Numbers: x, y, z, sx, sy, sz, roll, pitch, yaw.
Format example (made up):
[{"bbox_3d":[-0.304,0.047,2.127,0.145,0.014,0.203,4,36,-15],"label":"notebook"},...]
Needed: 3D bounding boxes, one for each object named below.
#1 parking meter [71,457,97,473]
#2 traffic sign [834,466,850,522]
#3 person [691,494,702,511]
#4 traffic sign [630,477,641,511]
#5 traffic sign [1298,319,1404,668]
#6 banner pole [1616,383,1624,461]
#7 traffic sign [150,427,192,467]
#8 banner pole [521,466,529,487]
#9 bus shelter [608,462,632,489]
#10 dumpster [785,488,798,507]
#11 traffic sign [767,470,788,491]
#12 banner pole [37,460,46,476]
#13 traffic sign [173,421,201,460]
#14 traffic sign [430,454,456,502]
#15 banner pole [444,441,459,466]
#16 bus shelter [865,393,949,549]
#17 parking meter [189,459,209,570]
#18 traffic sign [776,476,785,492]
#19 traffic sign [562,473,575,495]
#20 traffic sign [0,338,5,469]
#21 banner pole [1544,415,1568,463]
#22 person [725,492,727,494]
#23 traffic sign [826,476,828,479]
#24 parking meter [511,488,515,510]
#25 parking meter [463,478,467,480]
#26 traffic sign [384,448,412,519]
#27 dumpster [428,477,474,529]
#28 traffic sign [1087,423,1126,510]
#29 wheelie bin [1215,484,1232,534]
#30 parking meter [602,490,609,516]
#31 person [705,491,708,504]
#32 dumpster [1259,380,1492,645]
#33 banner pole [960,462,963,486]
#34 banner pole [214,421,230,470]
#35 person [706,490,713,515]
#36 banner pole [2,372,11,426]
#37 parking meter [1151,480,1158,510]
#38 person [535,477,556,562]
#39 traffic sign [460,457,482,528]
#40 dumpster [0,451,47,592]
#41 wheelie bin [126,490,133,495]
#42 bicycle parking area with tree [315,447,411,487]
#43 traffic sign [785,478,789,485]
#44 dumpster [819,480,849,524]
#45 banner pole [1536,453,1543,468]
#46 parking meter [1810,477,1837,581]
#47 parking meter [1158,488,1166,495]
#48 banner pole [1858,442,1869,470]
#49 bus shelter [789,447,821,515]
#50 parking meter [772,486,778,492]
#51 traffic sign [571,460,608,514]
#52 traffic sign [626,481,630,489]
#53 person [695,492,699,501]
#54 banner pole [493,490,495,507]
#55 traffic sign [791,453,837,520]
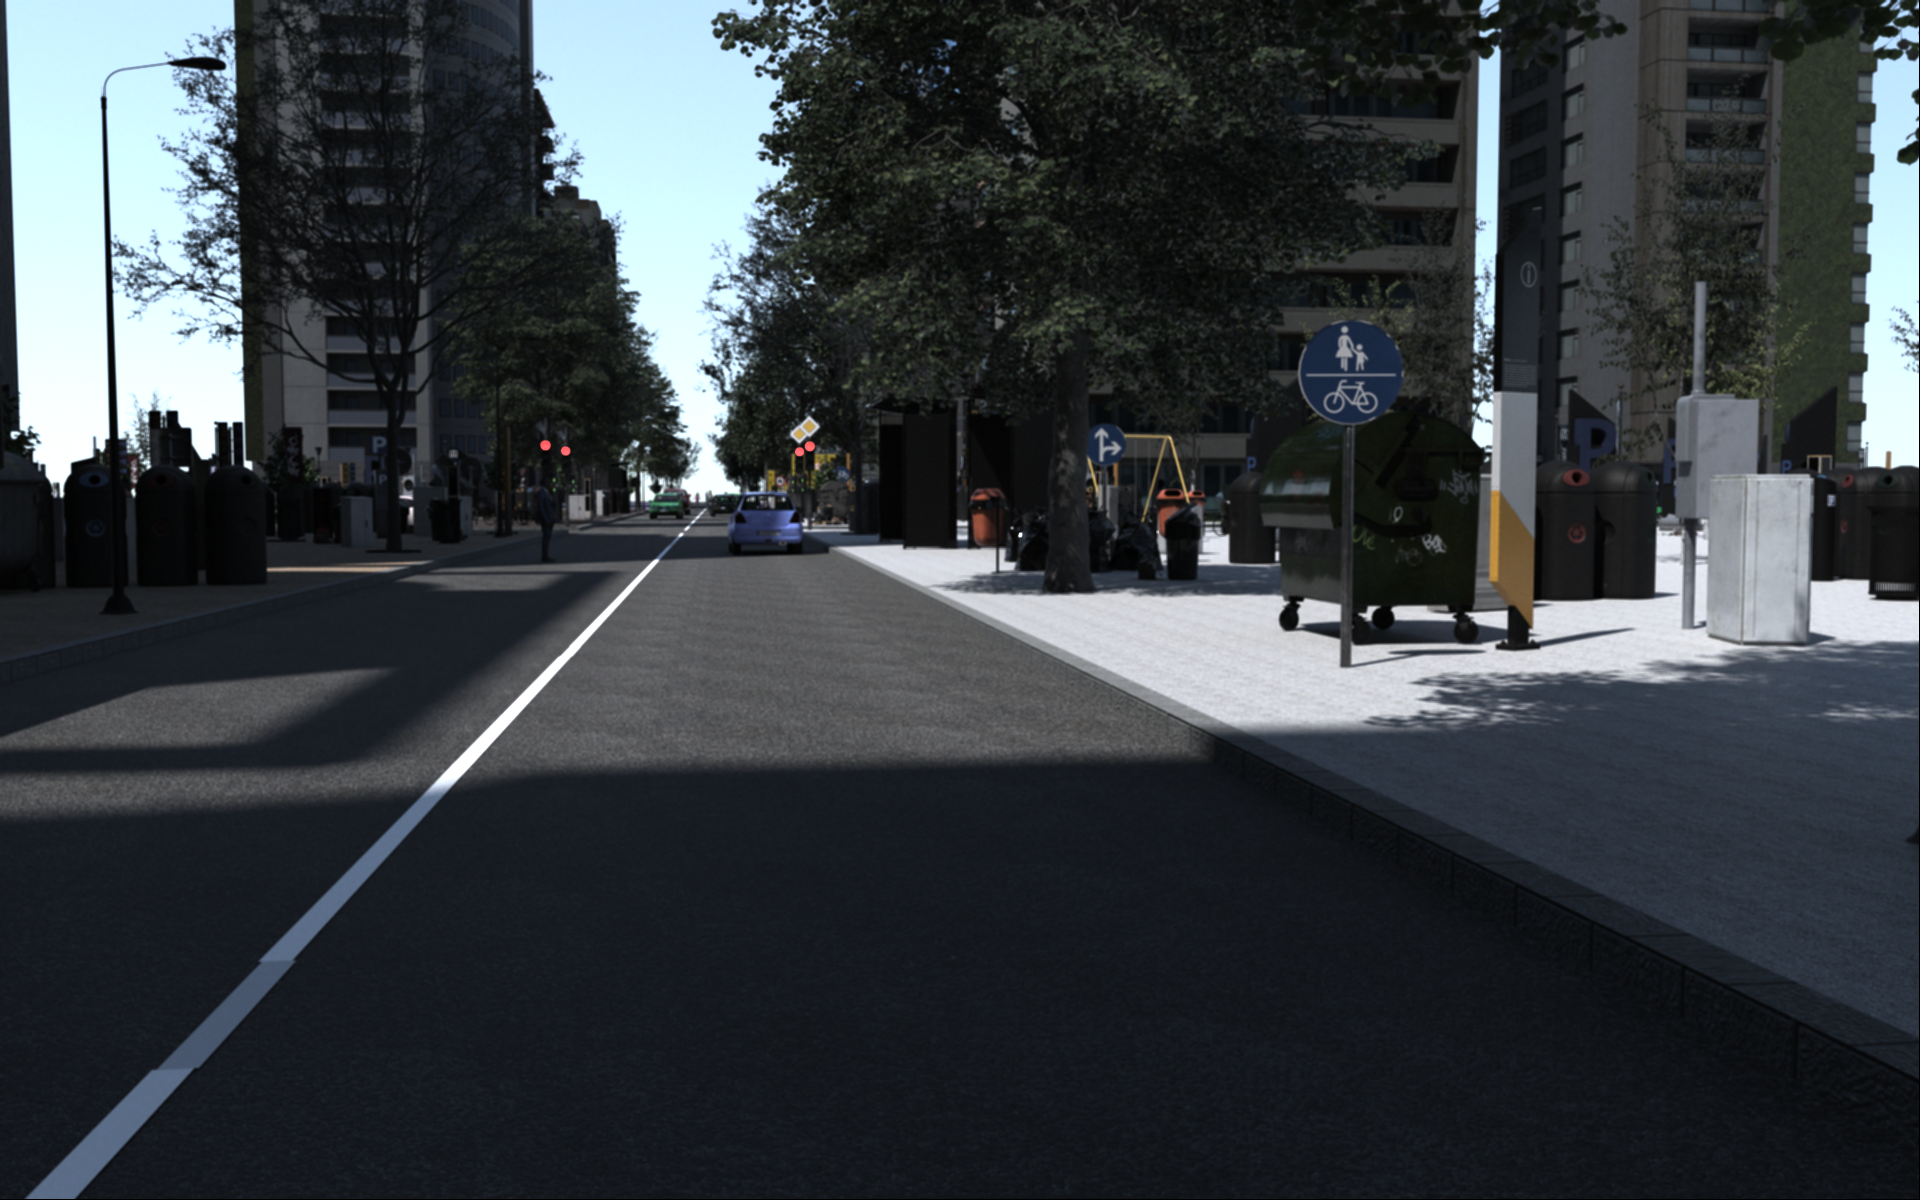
[{"bbox_3d":[-13.662,-1.303,27.008,0.399,1.863,0.255,-2,4,-26],"label":"parking meter"},{"bbox_3d":[-5.379,-4.823,78.958,0.768,2.556,0.104,0,4,0],"label":"traffic sign"},{"bbox_3d":[-22.558,-8.372,148.599,0.991,1.433,0.599,0,4,-1],"label":"person"},{"bbox_3d":[-24.195,-7.898,129.232,0.768,2.556,0.104,0,4,-5],"label":"traffic sign"},{"bbox_3d":[2.856,-0.773,12.747,0.768,2.556,0.104,0,4,2],"label":"traffic sign"},{"bbox_3d":[14.797,-2.993,38.945,0.401,3.779,0.863,2,4,28],"label":"banner pole"},{"bbox_3d":[-12.103,-1.497,26.611,0.606,2.300,0.079,0,4,-6],"label":"traffic sign"},{"bbox_3d":[-32.599,-8.549,129.793,0.863,3.779,0.401,-2,4,-34],"label":"banner pole"},{"bbox_3d":[-25.489,-8.435,129.189,1.731,3.624,6.357,0,4,-8],"label":"bus shelter"},{"bbox_3d":[-9.626,-5.897,102.180,1.264,1.857,1.865,0,4,-8],"label":"dumpster"},{"bbox_3d":[-14.877,-9.187,144.086,2.265,3.308,0.079,0,4,-5],"label":"traffic sign"},{"bbox_3d":[-66.967,-8.334,126.277,0.401,3.779,0.863,1,4,22],"label":"banner pole"},{"bbox_3d":[-13.914,-1.885,30.826,0.884,2.594,0.081,0,4,-6],"label":"traffic sign"},{"bbox_3d":[-14.702,-2.946,49.346,0.795,2.450,0.064,0,4,-2],"label":"traffic sign"},{"bbox_3d":[-24.011,-5.606,81.675,0.863,3.779,0.401,0,4,4],"label":"banner pole"},{"bbox_3d":[-1.247,-3.187,43.388,1.731,3.624,6.357,0,4,-8],"label":"bus shelter"},{"bbox_3d":[-12.858,-1.443,29.303,0.255,1.863,0.399,-3,4,-36],"label":"parking meter"},{"bbox_3d":[-12.379,-7.287,119.254,0.768,2.556,0.104,0,4,-2],"label":"traffic sign"},{"bbox_3d":[-22.714,-6.147,100.617,0.768,2.556,0.104,0,4,-3],"label":"traffic sign"},{"bbox_3d":[-10.830,-1.446,17.520,2.265,3.308,0.079,0,4,-1],"label":"traffic sign"},{"bbox_3d":[19.063,-3.973,54.979,0.863,3.779,0.401,-2,4,-31],"label":"banner pole"},{"bbox_3d":[-35.909,-15.669,265.356,0.551,1.740,0.621,3,5,45],"label":"person"},{"bbox_3d":[-6.430,-5.039,82.494,0.768,2.556,0.104,0,4,-3],"label":"traffic sign"},{"bbox_3d":[-25.039,-5.553,96.503,0.255,1.863,0.399,3,4,36],"label":"parking meter"},{"bbox_3d":[-17.490,-3.384,61.032,0.255,1.863,0.399,-1,4,-12],"label":"parking meter"},{"bbox_3d":[-15.547,-2.925,47.923,0.768,2.556,0.104,0,4,1],"label":"traffic sign"},{"bbox_3d":[-16.450,-3.068,55.926,1.264,1.857,1.865,0,4,-8],"label":"dumpster"},{"bbox_3d":[2.605,-1.903,31.214,0.768,2.556,0.104,0,4,-1],"label":"traffic sign"},{"bbox_3d":[8.648,-2.906,55.420,0.980,1.594,0.693,0,4,-5],"label":"wheelie bin"},{"bbox_3d":[-20.786,-5.702,101.637,0.372,1.533,0.369,0,3,0],"label":"parking meter"},{"bbox_3d":[-36.291,-14.704,248.781,0.709,1.838,0.599,-3,5,-42],"label":"person"},{"bbox_3d":[3.689,-0.794,15.469,1.502,2.255,1.985,0,4,-8],"label":"dumpster"},{"bbox_3d":[0.407,-7.964,120.235,0.863,3.779,0.401,-1,4,-12],"label":"banner pole"},{"bbox_3d":[-25.345,-4.248,59.477,0.863,3.779,0.401,2,4,25],"label":"banner pole"},{"bbox_3d":[-17.186,-6.707,119.164,0.512,1.701,0.522,0,4,6],"label":"person"},{"bbox_3d":[-19.294,-2.753,35.023,0.401,3.779,0.863,-3,5,-44],"label":"banner pole"},{"bbox_3d":[8.093,-4.058,72.067,0.255,1.863,0.399,0,4,8],"label":"parking meter"},{"bbox_3d":[-8.810,-1.721,36.826,0.419,1.800,0.721,0,4,-3],"label":"person"},{"bbox_3d":[-16.761,-3.626,59.387,0.768,2.556,0.104,0,4,-2],"label":"traffic sign"},{"bbox_3d":[-12.510,-0.984,21.844,1.264,1.857,1.865,0,4,-8],"label":"dumpster"},{"bbox_3d":[-61.531,-7.339,127.908,0.693,1.594,0.980,0,4,2],"label":"wheelie bin"},{"bbox_3d":[-36.779,-7.321,106.699,8.231,4.147,9.016,0,4,-1],"label":"bicycle parking area with tree"},{"bbox_3d":[-11.052,-6.914,113.148,0.768,2.556,0.104,0,4,-6],"label":"traffic sign"},{"bbox_3d":[-5.370,-4.205,74.508,1.264,1.857,1.865,0,4,-8],"label":"dumpster"},{"bbox_3d":[31.291,-6.312,93.219,0.863,3.779,0.401,-1,4,-23],"label":"banner pole"},{"bbox_3d":[12.711,-1.049,25.566,0.372,1.533,0.369,0,3,0],"label":"parking meter"},{"bbox_3d":[8.823,-4.132,75.972,0.372,1.533,0.369,0,3,0],"label":"parking meter"},{"bbox_3d":[43.286,-5.689,83.030,0.863,3.779,0.401,-2,4,-28],"label":"banner pole"},{"bbox_3d":[-10.512,-8.688,119.674,2.179,5.291,8.768,0,4,-8],"label":"bus shelter"},{"bbox_3d":[-12.830,-6.983,119.890,0.399,1.863,0.255,-1,4,-13],"label":"parking meter"},{"bbox_3d":[-22.457,-6.786,104.820,2.265,3.308,0.079,0,4,-6],"label":"traffic sign"},{"bbox_3d":[-25.851,-8.075,134.158,0.606,2.300,0.079,0,4,-7],"label":"traffic sign"},{"bbox_3d":[-39.972,-15.572,263.822,1.217,1.735,0.721,0,4,-4],"label":"person"},{"bbox_3d":[-36.852,-8.985,136.914,0.401,3.779,0.863,-1,4,-17],"label":"banner pole"},{"bbox_3d":[-7.265,-5.644,86.148,2.265,3.308,0.079,0,4,-3],"label":"traffic sign"}]
